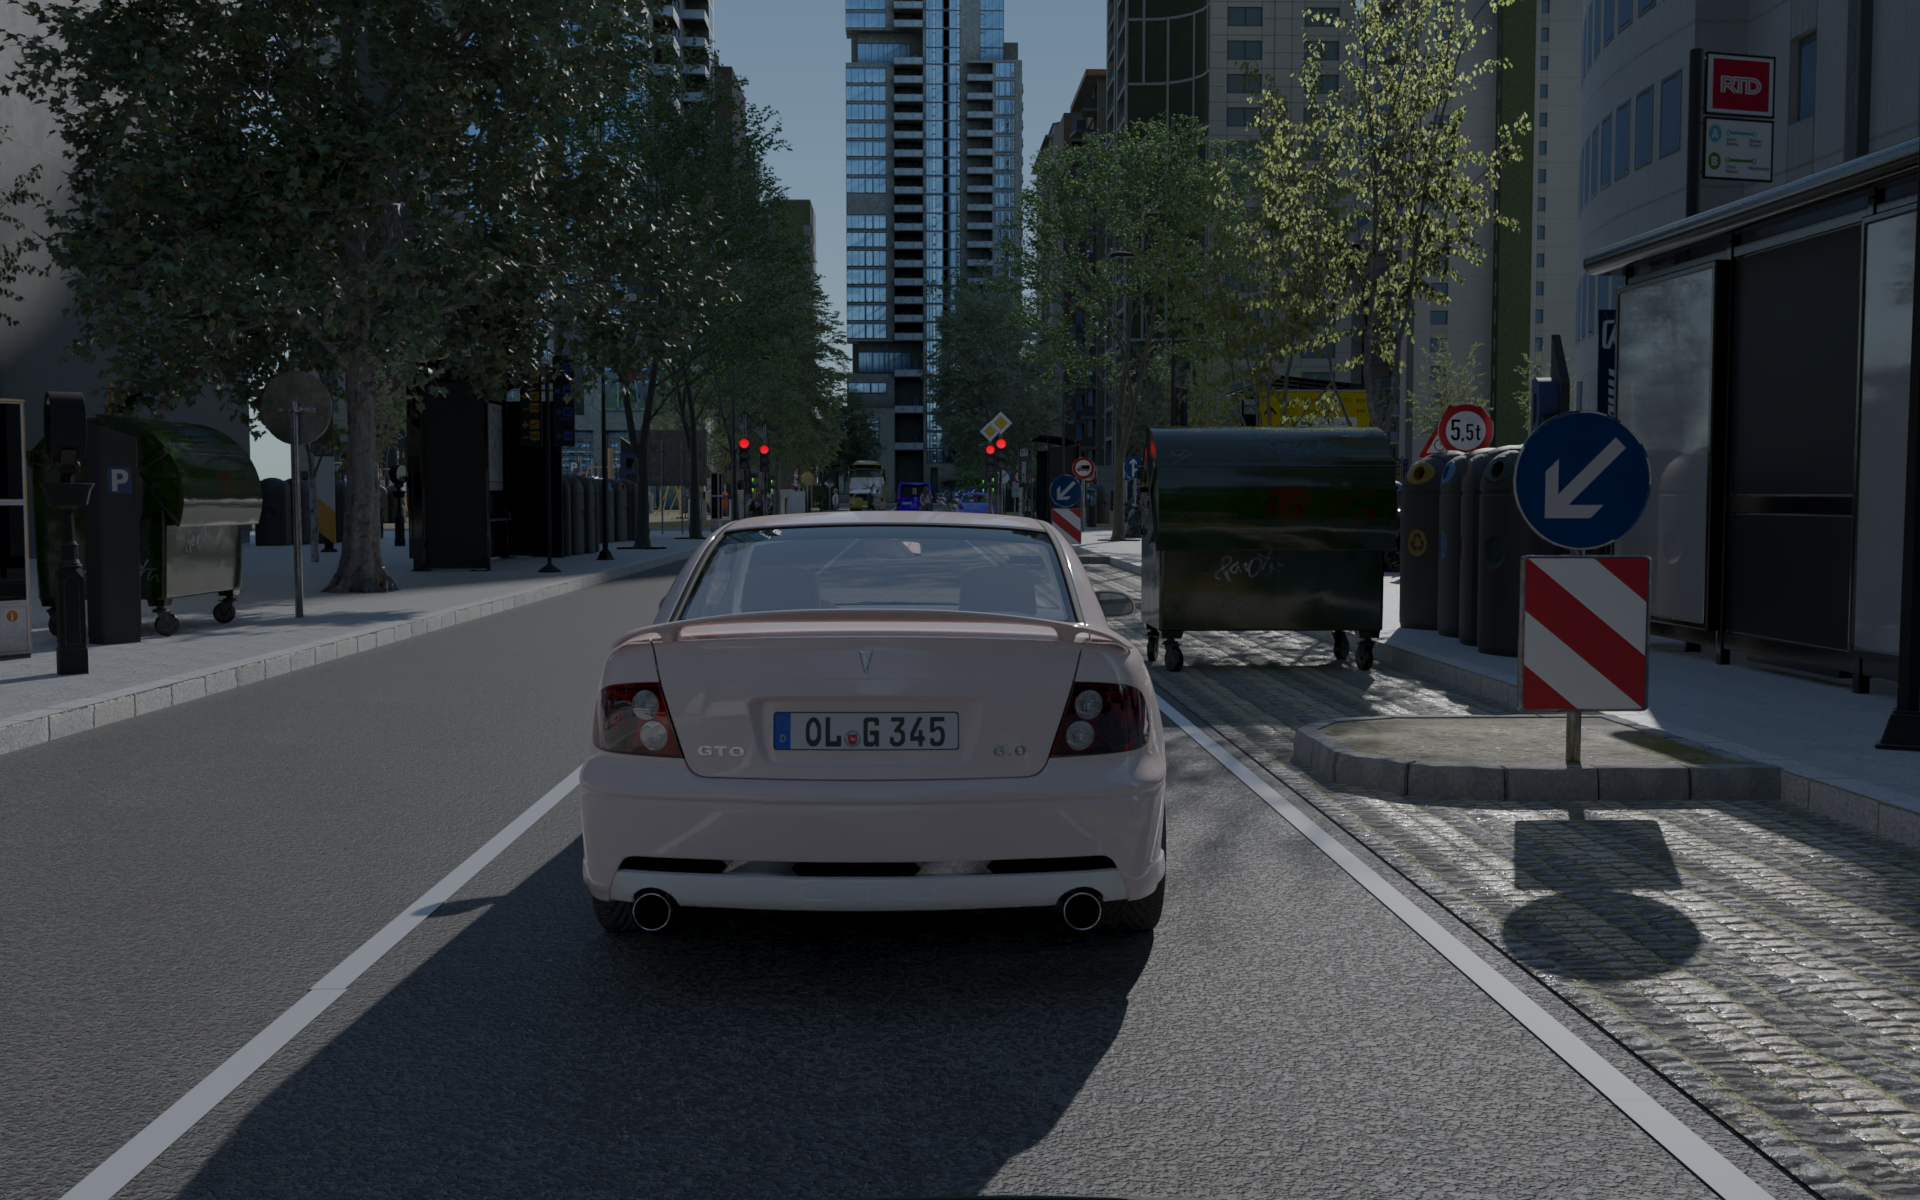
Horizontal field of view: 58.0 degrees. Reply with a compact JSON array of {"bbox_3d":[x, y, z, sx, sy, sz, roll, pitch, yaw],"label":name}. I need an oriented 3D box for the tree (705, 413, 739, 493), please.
[{"bbox_3d":[-18.837,-11.440,137.403,4.737,8.622,4.395,0,3,0],"label":"tree"}]

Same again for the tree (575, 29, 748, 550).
[{"bbox_3d":[-7.455,-6.979,39.870,9.928,11.665,9.643,0,3,0],"label":"tree"}]

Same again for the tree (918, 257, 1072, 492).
[{"bbox_3d":[2.816,-17.173,136.671,12.611,20.169,13.585,0,3,0],"label":"tree"}]

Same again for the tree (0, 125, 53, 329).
[{"bbox_3d":[-15.202,-4.534,24.493,4.360,8.622,3.978,0,3,0],"label":"tree"}]

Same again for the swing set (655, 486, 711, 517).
[{"bbox_3d":[-15.756,-6.229,99.472,2.862,2.851,3.119,0,4,4],"label":"swing set"}]

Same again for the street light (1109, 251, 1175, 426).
[{"bbox_3d":[3.557,-3.719,33.343,1.470,5.913,1.316,0,4,-2],"label":"street light"}]

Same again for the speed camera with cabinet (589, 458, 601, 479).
[{"bbox_3d":[-20.426,-6.181,95.396,0.660,3.252,2.038,1,4,17],"label":"speed camera with cabinet"}]

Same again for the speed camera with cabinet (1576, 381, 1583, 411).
[{"bbox_3d":[11.584,-2.207,30.417,2.038,3.252,0.660,1,4,23],"label":"speed camera with cabinet"}]

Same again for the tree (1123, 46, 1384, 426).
[{"bbox_3d":[5.112,-4.807,28.950,4.737,8.622,4.395,0,3,0],"label":"tree"}]

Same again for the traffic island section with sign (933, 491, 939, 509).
[{"bbox_3d":[-1.694,-9.785,168.618,1.989,1.847,2.006,0,4,-2],"label":"traffic island section with sign"}]

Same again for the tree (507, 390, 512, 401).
[{"bbox_3d":[-26.738,-8.976,97.117,4.360,8.622,3.978,0,3,0],"label":"tree"}]

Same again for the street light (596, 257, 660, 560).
[{"bbox_3d":[-6.358,-3.730,33.525,1.470,5.913,1.316,0,4,-2],"label":"street light"}]

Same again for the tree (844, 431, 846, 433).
[{"bbox_3d":[-10.549,-11.010,130.372,4.737,8.622,4.395,0,3,0],"label":"tree"}]

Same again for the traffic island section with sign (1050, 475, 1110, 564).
[{"bbox_3d":[2.043,-1.690,36.259,1.989,1.847,2.006,0,4,-2],"label":"traffic island section with sign"}]

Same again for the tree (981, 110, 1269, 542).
[{"bbox_3d":[4.500,-7.413,46.961,9.928,11.665,9.643,0,3,0],"label":"tree"}]

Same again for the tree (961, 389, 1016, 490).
[{"bbox_3d":[2.675,-10.057,114.801,4.737,8.622,4.395,0,3,0],"label":"tree"}]

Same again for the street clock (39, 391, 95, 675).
[{"bbox_3d":[-6.344,-0.474,12.322,0.358,2.002,0.471,-2,4,-33],"label":"street clock"}]

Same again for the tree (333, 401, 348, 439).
[{"bbox_3d":[-30.212,-8.547,90.113,4.360,8.622,3.978,0,3,0],"label":"tree"}]

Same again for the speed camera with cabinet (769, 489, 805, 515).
[{"bbox_3d":[-10.026,-6.482,100.314,2.038,3.252,0.660,0,4,2],"label":"speed camera with cabinet"}]

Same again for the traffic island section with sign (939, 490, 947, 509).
[{"bbox_3d":[-0.287,-6.732,118.699,1.989,1.847,2.006,0,4,-2],"label":"traffic island section with sign"}]

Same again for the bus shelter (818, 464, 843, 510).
[{"bbox_3d":[-10.336,-9.031,138.941,1.731,3.624,6.357,0,4,-2],"label":"bus shelter"}]

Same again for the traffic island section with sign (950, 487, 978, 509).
[{"bbox_3d":[0.478,-5.084,91.754,1.989,1.847,2.006,0,4,-2],"label":"traffic island section with sign"}]

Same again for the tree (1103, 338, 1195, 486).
[{"bbox_3d":[8.863,-7.973,80.726,4.360,8.622,3.978,0,3,0],"label":"tree"}]

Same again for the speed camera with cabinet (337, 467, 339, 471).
[{"bbox_3d":[-45.307,-7.945,124.232,2.038,3.252,0.660,-1,4,-19],"label":"speed camera with cabinet"}]

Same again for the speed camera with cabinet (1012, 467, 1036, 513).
[{"bbox_3d":[4.669,-7.708,120.358,2.038,3.252,0.660,1,4,16],"label":"speed camera with cabinet"}]

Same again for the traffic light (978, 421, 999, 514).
[{"bbox_3d":[1.137,-4.763,66.788,0.839,4.253,0.868,0,4,-2],"label":"traffic light"}]

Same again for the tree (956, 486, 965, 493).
[{"bbox_3d":[0.532,-11.993,190.691,1.663,3.219,1.824,0,3,0],"label":"tree"}]

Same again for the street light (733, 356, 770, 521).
[{"bbox_3d":[-7.085,-5.254,58.441,1.470,5.913,1.316,0,4,-2],"label":"street light"}]

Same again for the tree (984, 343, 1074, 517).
[{"bbox_3d":[3.178,-8.230,84.929,4.360,8.622,3.978,0,3,0],"label":"tree"}]

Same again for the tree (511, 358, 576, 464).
[{"bbox_3d":[-21.656,-8.446,88.448,4.737,8.622,4.395,0,3,0],"label":"tree"}]

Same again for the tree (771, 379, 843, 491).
[{"bbox_3d":[-10.137,-9.831,111.094,4.737,8.622,4.395,0,3,0],"label":"tree"}]

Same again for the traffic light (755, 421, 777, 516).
[{"bbox_3d":[-7.470,-4.747,66.530,0.839,4.253,0.868,0,4,-2],"label":"traffic light"}]

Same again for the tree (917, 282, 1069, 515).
[{"bbox_3d":[2.206,-12.046,103.604,9.857,13.997,8.962,0,3,0],"label":"tree"}]

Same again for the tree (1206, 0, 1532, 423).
[{"bbox_3d":[5.151,-4.349,21.463,4.360,8.622,3.978,0,3,0],"label":"tree"}]

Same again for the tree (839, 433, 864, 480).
[{"bbox_3d":[-12.062,-15.166,198.318,4.360,8.622,3.978,0,3,0],"label":"tree"}]

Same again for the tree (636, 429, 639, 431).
[{"bbox_3d":[-22.252,-10.974,129.790,4.360,8.622,3.978,0,3,0],"label":"tree"}]

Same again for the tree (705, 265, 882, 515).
[{"bbox_3d":[-8.633,-10.087,83.041,7.486,12.596,7.792,0,3,0],"label":"tree"}]

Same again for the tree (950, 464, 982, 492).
[{"bbox_3d":[0.787,-10.520,155.721,4.285,4.588,4.351,0,3,0],"label":"tree"}]

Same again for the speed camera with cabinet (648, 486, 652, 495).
[{"bbox_3d":[-25.216,-8.895,139.769,0.660,3.252,2.038,-1,4,-11],"label":"speed camera with cabinet"}]

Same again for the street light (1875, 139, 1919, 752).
[{"bbox_3d":[4.252,-2.204,8.579,1.470,5.913,1.316,0,4,-2],"label":"street light"}]

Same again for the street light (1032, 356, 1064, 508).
[{"bbox_3d":[2.915,-5.231,58.072,1.470,5.913,1.316,0,4,-2],"label":"street light"}]

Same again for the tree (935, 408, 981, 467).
[{"bbox_3d":[1.170,-14.949,178.822,8.767,10.594,7.601,2,4,35],"label":"tree"}]

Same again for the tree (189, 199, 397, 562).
[{"bbox_3d":[-12.246,-5.006,32.213,4.737,8.622,4.395,0,3,0],"label":"tree"}]

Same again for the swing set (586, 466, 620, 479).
[{"bbox_3d":[-19.847,-6.166,98.438,3.119,2.851,2.862,2,4,29],"label":"swing set"}]

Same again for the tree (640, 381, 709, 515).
[{"bbox_3d":[-17.558,-9.650,108.136,4.360,8.622,3.978,0,3,0],"label":"tree"}]

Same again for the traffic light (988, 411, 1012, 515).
[{"bbox_3d":[1.363,-4.274,58.807,0.839,4.253,0.868,0,4,-2],"label":"traffic light"}]

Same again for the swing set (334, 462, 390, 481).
[{"bbox_3d":[-30.332,-5.364,85.324,3.119,2.851,2.862,1,4,19],"label":"swing set"}]

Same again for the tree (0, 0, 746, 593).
[{"bbox_3d":[-7.891,-6.460,22.634,9.611,12.733,9.660,0,3,0],"label":"tree"}]

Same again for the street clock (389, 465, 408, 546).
[{"bbox_3d":[-13.786,-2.325,42.580,0.358,2.002,0.471,1,4,19],"label":"street clock"}]

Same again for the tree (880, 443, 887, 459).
[{"bbox_3d":[-12.832,-16.557,205.115,8.767,10.594,7.601,0,4,-1],"label":"tree"}]

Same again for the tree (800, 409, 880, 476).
[{"bbox_3d":[-12.509,-14.544,172.208,7.601,10.594,8.767,0,4,4],"label":"tree"}]

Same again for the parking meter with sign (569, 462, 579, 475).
[{"bbox_3d":[-21.118,-5.917,93.002,0.543,3.016,1.738,1,4,18],"label":"parking meter with sign"}]

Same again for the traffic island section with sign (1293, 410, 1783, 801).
[{"bbox_3d":[2.821,-0.022,8.980,1.989,1.847,2.006,0,4,-2],"label":"traffic island section with sign"}]

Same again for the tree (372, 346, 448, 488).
[{"bbox_3d":[-21.284,-7.267,69.172,4.360,8.622,3.978,0,3,0],"label":"tree"}]

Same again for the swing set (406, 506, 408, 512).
[{"bbox_3d":[-35.853,-6.643,106.228,3.119,2.851,2.862,-2,4,-35],"label":"swing set"}]

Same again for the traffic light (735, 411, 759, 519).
[{"bbox_3d":[-7.244,-4.259,58.548,0.839,4.253,0.868,0,4,-2],"label":"traffic light"}]
